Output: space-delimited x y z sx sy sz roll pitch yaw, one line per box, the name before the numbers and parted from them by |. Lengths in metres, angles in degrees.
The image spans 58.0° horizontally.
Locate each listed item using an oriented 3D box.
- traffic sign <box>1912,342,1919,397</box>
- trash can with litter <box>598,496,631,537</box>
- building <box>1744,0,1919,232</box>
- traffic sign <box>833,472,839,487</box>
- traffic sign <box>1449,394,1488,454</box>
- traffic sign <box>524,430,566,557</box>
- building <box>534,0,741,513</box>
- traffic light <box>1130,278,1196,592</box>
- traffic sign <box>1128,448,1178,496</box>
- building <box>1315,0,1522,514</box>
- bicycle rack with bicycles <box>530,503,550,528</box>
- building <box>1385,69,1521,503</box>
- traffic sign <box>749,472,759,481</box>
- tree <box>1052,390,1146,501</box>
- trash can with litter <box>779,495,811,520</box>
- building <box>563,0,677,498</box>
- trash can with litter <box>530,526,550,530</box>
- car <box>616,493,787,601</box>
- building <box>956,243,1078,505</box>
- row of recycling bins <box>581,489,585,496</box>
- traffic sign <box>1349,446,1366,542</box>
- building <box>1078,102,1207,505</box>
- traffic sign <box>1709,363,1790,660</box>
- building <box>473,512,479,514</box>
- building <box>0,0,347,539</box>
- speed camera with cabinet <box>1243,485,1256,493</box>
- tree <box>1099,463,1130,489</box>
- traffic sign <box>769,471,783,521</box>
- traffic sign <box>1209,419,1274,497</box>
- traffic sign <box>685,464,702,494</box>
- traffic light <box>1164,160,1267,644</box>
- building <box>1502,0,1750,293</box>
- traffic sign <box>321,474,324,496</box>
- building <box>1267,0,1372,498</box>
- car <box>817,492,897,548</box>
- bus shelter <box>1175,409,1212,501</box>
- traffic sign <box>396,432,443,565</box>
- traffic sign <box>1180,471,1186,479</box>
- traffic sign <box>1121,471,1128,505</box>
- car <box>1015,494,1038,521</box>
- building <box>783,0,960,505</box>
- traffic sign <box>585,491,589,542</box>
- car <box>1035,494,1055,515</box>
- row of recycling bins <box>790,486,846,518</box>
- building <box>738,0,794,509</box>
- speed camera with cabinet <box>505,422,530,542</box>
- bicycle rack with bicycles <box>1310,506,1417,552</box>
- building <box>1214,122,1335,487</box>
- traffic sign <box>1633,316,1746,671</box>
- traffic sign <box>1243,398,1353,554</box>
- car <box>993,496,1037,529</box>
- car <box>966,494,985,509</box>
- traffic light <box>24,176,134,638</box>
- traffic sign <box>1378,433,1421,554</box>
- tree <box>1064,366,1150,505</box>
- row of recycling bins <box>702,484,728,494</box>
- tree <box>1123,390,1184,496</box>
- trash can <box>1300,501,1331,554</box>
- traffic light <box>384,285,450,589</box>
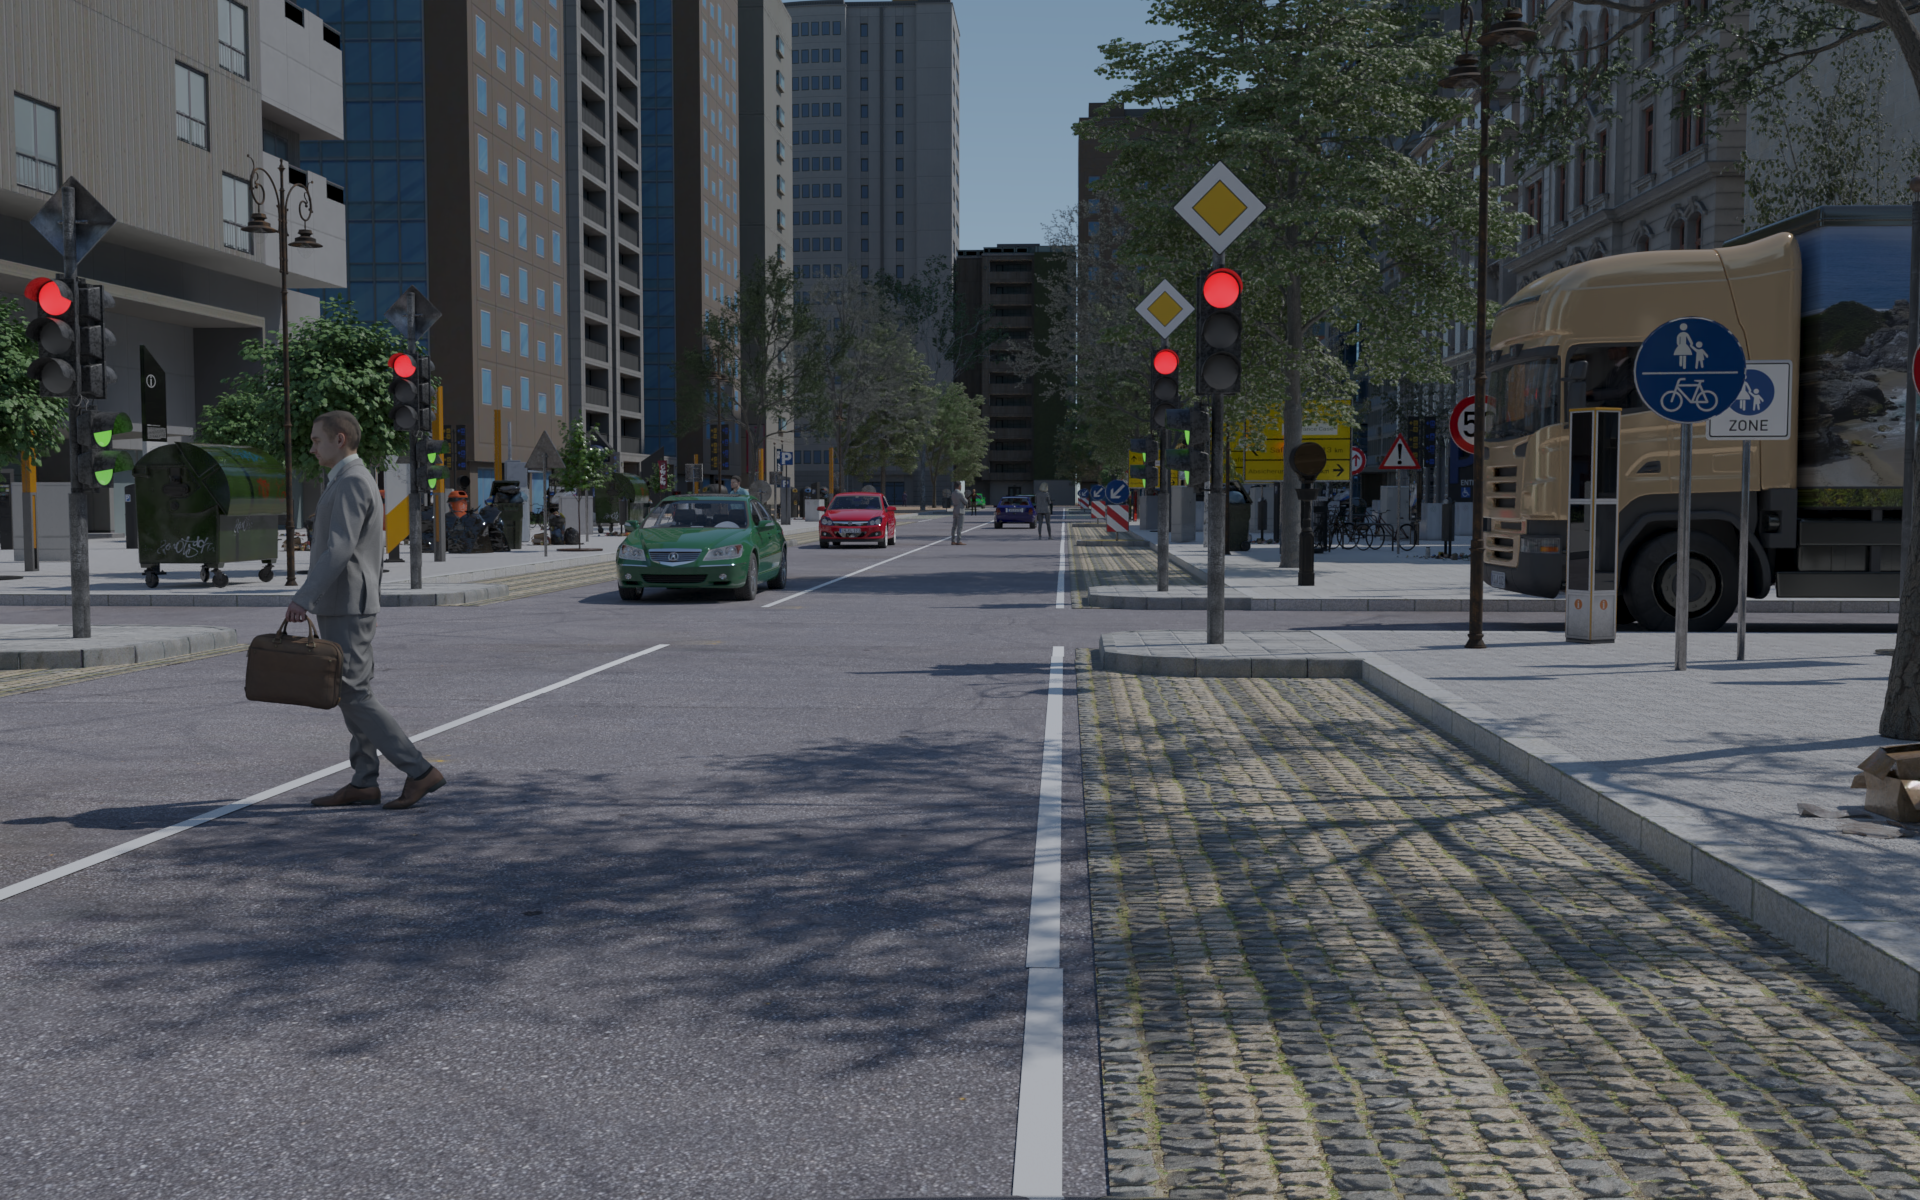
traffic sign | 7.093 -0.742 12.233 0.768 2.556 0.104 1 4 10
trash can with litter | -10.300 -2.567 53.026 1.678 1.210 2.233 -2 4 -26
building | 28.642 -11.306 39.604 16.860 20.320 10.420 0 4 3
traffic sign | -6.959 -6.016 98.467 0.768 2.556 0.104 0 4 5
traffic sign | 6.614 -1.347 22.123 0.768 2.556 0.104 0 4 6
traffic sign | -8.490 -2.167 35.427 0.884 2.594 0.081 1 4 8
building | -24.403 -29.193 127.410 14.600 45.320 14.200 0 4 3
traffic light | 2.656 -2.067 22.721 0.839 4.253 0.868 0 4 3
traffic sign | 8.625 -5.103 77.305 2.265 3.308 0.079 1 4 11
building | 40.475 -25.814 113.939 32.217 40.220 23.993 0 4 3
bicycle rack with bicycles | -16.266 -3.202 65.737 2.852 0.926 2.925 -3 5 -43
building | 29.554 -14.845 84.513 13.314 21.916 24.055 0 4 3
traffic sign | -9.431 -4.747 79.743 0.606 2.300 0.079 0 4 7
tree | 13.370 -15.261 166.531 9.611 12.733 9.660 0 3 0
trash can with litter | -7.944 -4.600 86.259 2.233 1.210 1.678 -1 4 -18
building | -29.316 -41.056 109.511 20.563 71.187 20.611 0 4 3
trash can with litter | -14.270 -3.083 61.464 2.233 1.210 1.678 2 4 28
car | -3.613 -0.798 24.840 2.131 1.459 4.920 0 4 3
building | 6.679 -26.362 202.712 14.107 30.474 14.160 0 4 3
row of recycling bins | -16.222 -4.447 79.828 1.069 1.692 3.534 1 4 22
traffic sign | 10.461 -2.828 46.336 0.768 2.556 0.104 0 4 6
building | 20.797 -33.708 201.233 14.200 45.320 14.600 0 4 3
traffic sign | 6.037 -0.685 13.324 0.606 2.300 0.079 1 4 9
building | -27.212 -26.312 80.315 14.600 45.320 14.200 0 4 3
building | -35.956 -28.242 50.995 28.713 52.752 27.495 0 4 3
speed camera with cabinet | 12.498 -4.952 75.305 0.660 3.252 2.038 1 4 23
tree | 13.716 -10.167 149.949 4.285 4.588 4.351 0 3 0
traffic sign | -8.272 -4.630 77.834 0.606 2.300 0.079 0 4 6
traffic sign | 7.899 -3.256 47.110 2.265 3.308 0.079 0 4 4
traffic sign | -9.002 -3.453 58.579 0.606 2.300 0.079 1 4 13
traffic light | 2.174 -1.580 14.750 0.839 4.253 0.868 0 4 3
building | 28.523 -16.687 60.226 14.401 28.519 23.554 0 4 3
traffic sign | -12.109 -2.013 32.908 0.884 2.594 0.081 1 4 11
building | 38.029 -50.651 140.822 22.319 86.520 31.000 0 4 3
car | -2.759 -2.326 47.065 2.155 1.783 4.494 0 4 3
bus shelter | 9.824 -5.669 70.316 2.179 5.291 8.768 0 4 4
traffic sign | -9.523 -1.864 30.484 0.884 2.594 0.081 1 4 10
traffic sign | 6.669 -2.949 50.342 0.606 2.300 0.079 1 4 8
traffic sign | 9.090 -5.775 94.424 0.884 2.594 0.081 0 4 6
car | 3.599 -5.129 93.638 2.009 1.686 4.222 0 4 5
building | -14.244 -40.636 206.398 28.212 58.520 21.231 0 4 3
traffic sign | -10.034 -2.840 46.539 0.768 2.556 0.104 1 4 12
car | 5.672 -6.859 121.934 2.009 1.686 4.222 0 4 3
row of recycling bins | -7.945 -5.332 94.287 3.534 1.692 1.069 -1 4 -19
building | -26.625 -32.229 150.648 21.600 48.544 21.300 0 4 3
speed camera with cabinet | -11.962 -3.211 46.831 0.660 3.252 2.038 -1 4 -15
bicycle rack with bicycles | 8.591 -1.596 39.473 2.852 0.926 2.925 -2 4 -25
building | 42.524 -33.589 203.797 28.867 44.769 22.147 0 4 3
traffic sign | 5.243 -0.760 12.525 0.768 2.556 0.104 1 4 9
traffic sign | 7.164 -2.625 36.796 2.265 3.308 0.079 1 4 11
car | 2.350 -3.677 72.704 1.945 1.354 3.894 0 4 4
car | 1.513 -9.782 168.734 1.959 1.807 4.718 0 4 3
traffic light | -7.820 -1.616 15.336 0.839 4.253 0.868 0 4 3
traffic sign | 9.389 -2.265 37.035 0.884 2.594 0.081 0 4 8
tree | 11.591 -12.540 130.778 9.928 11.665 9.643 0 3 0
row of recycling bins | -10.176 -3.979 72.174 1.069 1.692 3.534 -1 4 -12
tree | 10.847 -9.203 100.833 4.360 8.622 3.978 0 3 0
trash can | 7.642 -1.577 37.445 0.748 1.137 0.748 0 3 0
traffic light | -7.338 -2.103 23.307 0.839 4.253 0.868 0 4 3
